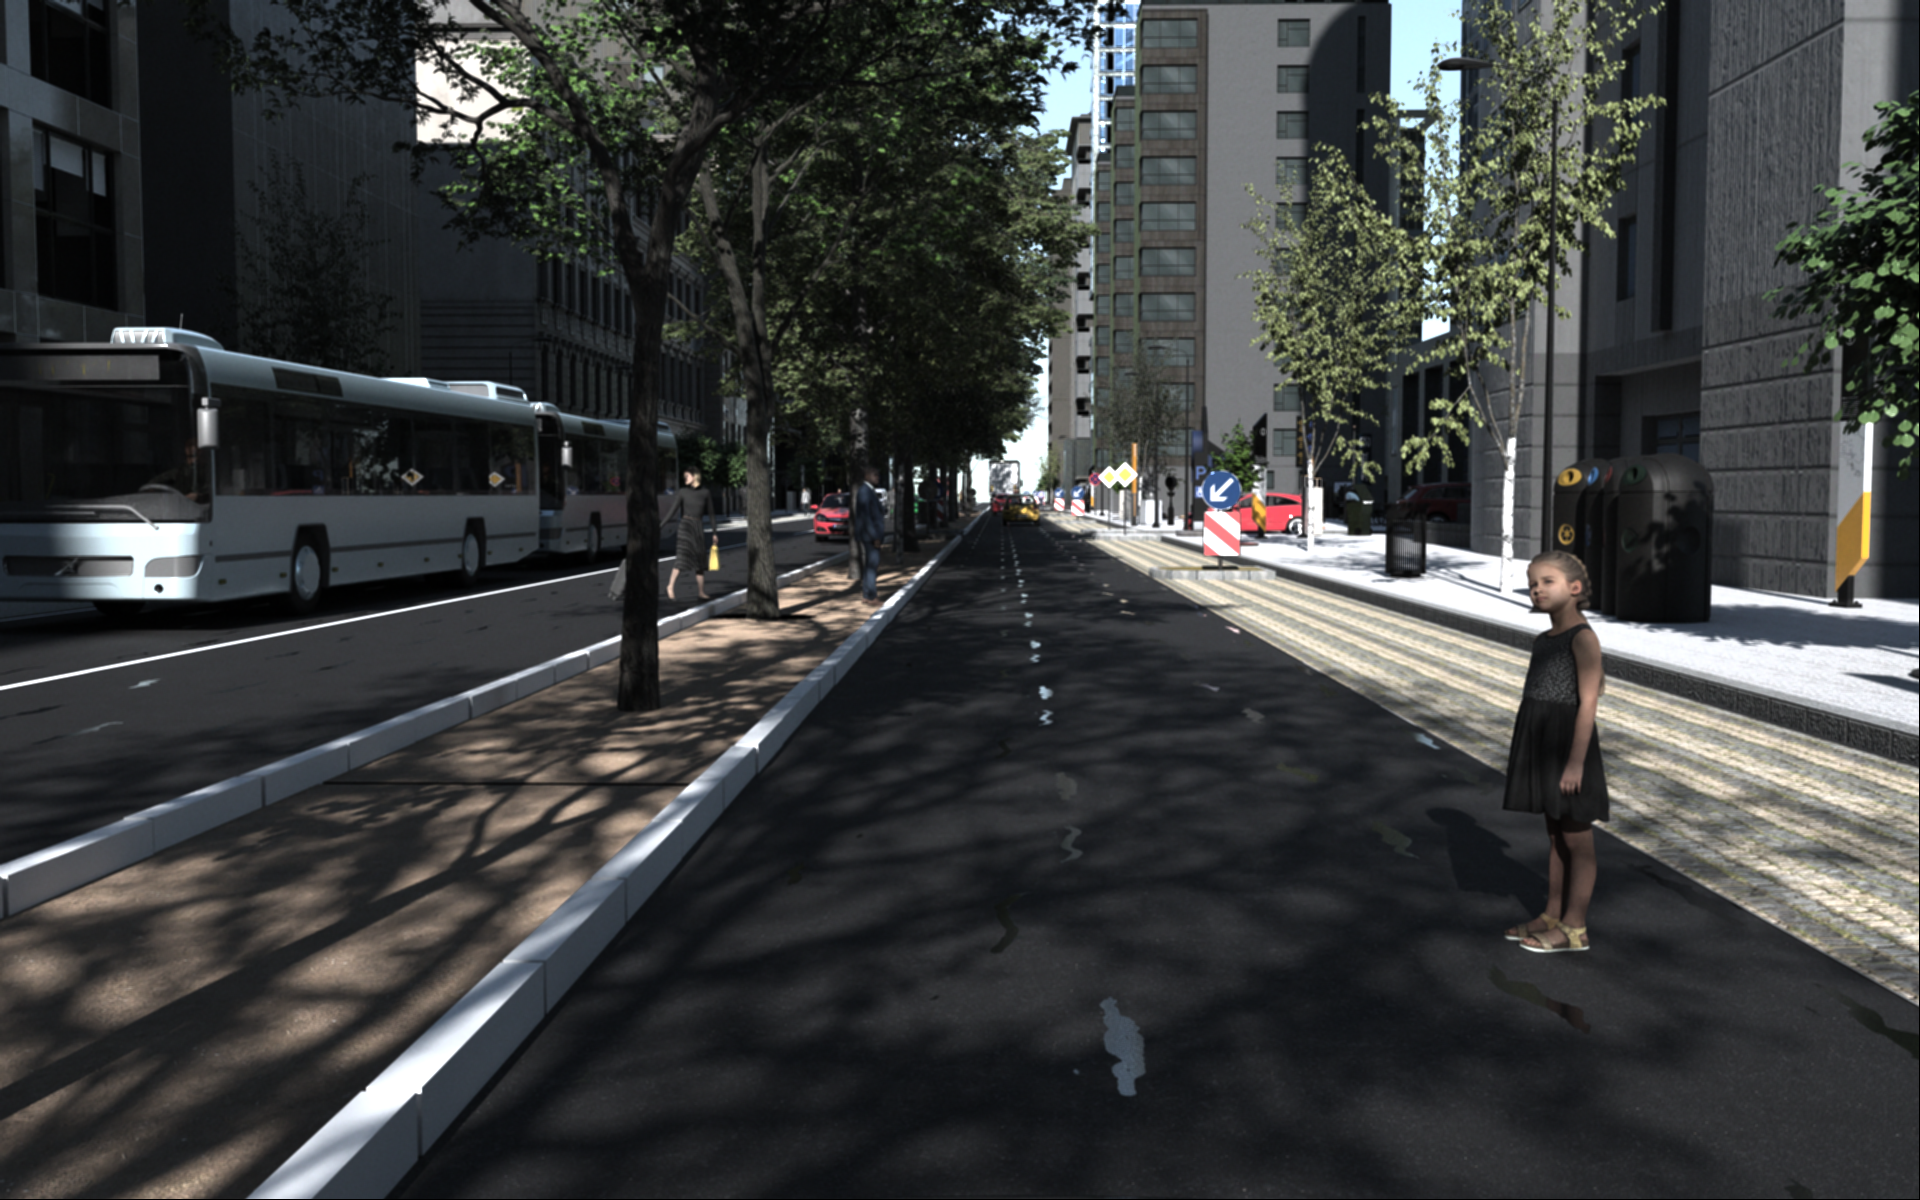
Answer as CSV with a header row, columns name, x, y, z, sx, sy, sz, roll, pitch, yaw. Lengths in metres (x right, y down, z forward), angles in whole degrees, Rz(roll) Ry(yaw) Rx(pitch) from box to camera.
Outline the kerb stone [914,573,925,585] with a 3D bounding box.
name,x,y,z,sx,sy,sz,roll,pitch,yaw
kerb stone,-0.670,-0.282,26.813,0.120,0.150,1.000,0,4,1

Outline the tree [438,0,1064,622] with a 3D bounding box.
name,x,y,z,sx,sy,sz,roll,pitch,yaw
tree,-2.364,-5.590,19.613,9.928,11.665,9.643,0,3,0

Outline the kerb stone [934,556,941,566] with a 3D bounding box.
name,x,y,z,sx,sy,sz,roll,pitch,yaw
kerb stone,-0.492,-0.720,33.995,0.120,0.150,1.000,0,4,1

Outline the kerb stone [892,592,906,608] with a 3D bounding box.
name,x,y,z,sx,sy,sz,roll,pitch,yaw
kerb stone,-0.793,0.032,21.684,0.120,0.150,1.000,0,4,1

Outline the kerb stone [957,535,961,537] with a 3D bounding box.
name,x,y,z,sx,sy,sz,roll,pitch,yaw
kerb stone,-0.100,-1.724,50.385,0.120,0.150,1.000,0,4,1

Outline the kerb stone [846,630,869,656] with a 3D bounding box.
name,x,y,z,sx,sy,sz,roll,pitch,yaw
kerb stone,-0.937,0.408,15.530,0.120,0.150,1.000,0,4,1

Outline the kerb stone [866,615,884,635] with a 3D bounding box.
name,x,y,z,sx,sy,sz,roll,pitch,yaw
kerb stone,-0.889,0.289,17.581,0.120,0.150,1.000,0,4,1

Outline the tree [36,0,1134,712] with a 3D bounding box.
name,x,y,z,sx,sy,sz,roll,pitch,yaw
tree,-2.156,-4.521,10.789,8.767,10.594,7.601,0,4,1

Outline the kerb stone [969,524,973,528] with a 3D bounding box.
name,x,y,z,sx,sy,sz,roll,pitch,yaw
kerb stone,0.335,-2.818,68.321,0.120,0.150,1.000,0,4,1

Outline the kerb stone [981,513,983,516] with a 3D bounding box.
name,x,y,z,sx,sy,sz,roll,pitch,yaw
kerb stone,1.154,-4.890,102.148,0.120,0.150,1.000,0,4,1

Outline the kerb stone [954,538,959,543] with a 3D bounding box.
name,x,y,z,sx,sy,sz,roll,pitch,yaw
kerb stone,-0.173,-1.536,47.318,0.120,0.150,1.000,0,4,1

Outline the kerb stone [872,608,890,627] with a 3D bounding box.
name,x,y,z,sx,sy,sz,roll,pitch,yaw
kerb stone,-0.870,0.219,18.618,0.120,0.150,1.000,0,4,1

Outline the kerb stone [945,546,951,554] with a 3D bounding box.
name,x,y,z,sx,sy,sz,roll,pitch,yaw
kerb stone,-0.350,-1.097,40.135,0.120,0.150,1.000,0,4,1

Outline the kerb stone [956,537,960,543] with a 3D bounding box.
name,x,y,z,sx,sy,sz,roll,pitch,yaw
kerb stone,-0.143,-1.599,48.340,0.120,0.150,1.000,0,4,1

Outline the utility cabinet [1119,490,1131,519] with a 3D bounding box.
name,x,y,z,sx,sy,sz,roll,pitch,yaw
utility cabinet,8.372,-4.804,87.232,0.318,1.500,1.173,2,4,28

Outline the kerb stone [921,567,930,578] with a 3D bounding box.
name,x,y,z,sx,sy,sz,roll,pitch,yaw
kerb stone,-0.616,-0.404,28.857,0.120,0.150,1.000,0,4,1

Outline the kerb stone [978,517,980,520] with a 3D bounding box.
name,x,y,z,sx,sy,sz,roll,pitch,yaw
kerb stone,0.806,-4.010,87.806,0.120,0.150,1.000,0,4,1

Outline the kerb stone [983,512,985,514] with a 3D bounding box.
name,x,y,z,sx,sy,sz,roll,pitch,yaw
kerb stone,1.328,-5.326,109.316,0.120,0.150,1.000,0,4,1

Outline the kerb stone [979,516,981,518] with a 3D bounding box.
name,x,y,z,sx,sy,sz,roll,pitch,yaw
kerb stone,0.887,-4.199,90.881,0.120,0.150,1.000,0,4,1

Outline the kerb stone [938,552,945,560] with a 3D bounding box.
name,x,y,z,sx,sy,sz,roll,pitch,yaw
kerb stone,-0.446,-0.847,36.047,0.120,0.150,1.000,0,4,1

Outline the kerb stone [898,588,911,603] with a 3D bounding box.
name,x,y,z,sx,sy,sz,roll,pitch,yaw
kerb stone,-0.769,-0.026,22.706,0.120,0.150,1.000,0,4,1

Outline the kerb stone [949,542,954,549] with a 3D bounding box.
name,x,y,z,sx,sy,sz,roll,pitch,yaw
kerb stone,-0.277,-1.284,43.219,0.120,0.150,1.000,0,4,1

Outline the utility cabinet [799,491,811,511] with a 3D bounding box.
name,x,y,z,sx,sy,sz,roll,pitch,yaw
utility cabinet,-11.320,-7.191,126.257,0.318,1.500,1.173,2,4,25

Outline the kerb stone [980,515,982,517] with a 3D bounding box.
name,x,y,z,sx,sy,sz,roll,pitch,yaw
kerb stone,1.005,-4.513,96.011,0.120,0.150,1.000,0,4,1

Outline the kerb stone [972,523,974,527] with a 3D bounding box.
name,x,y,z,sx,sy,sz,roll,pitch,yaw
kerb stone,0.387,-2.946,70.380,0.120,0.150,1.000,0,4,1

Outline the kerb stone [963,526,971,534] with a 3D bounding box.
name,x,y,z,sx,sy,sz,roll,pitch,yaw
kerb stone,0.255,-2.627,65.253,0.120,0.150,1.000,0,4,1

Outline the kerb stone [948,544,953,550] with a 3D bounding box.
name,x,y,z,sx,sy,sz,roll,pitch,yaw
kerb stone,-0.296,-1.220,42.187,0.120,0.150,1.000,0,4,1

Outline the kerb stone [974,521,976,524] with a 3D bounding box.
name,x,y,z,sx,sy,sz,roll,pitch,yaw
kerb stone,0.508,-3.261,75.506,0.120,0.150,1.000,0,4,1

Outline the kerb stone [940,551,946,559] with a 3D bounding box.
name,x,y,z,sx,sy,sz,roll,pitch,yaw
kerb stone,-0.427,-0.907,37.069,0.120,0.150,1.000,0,4,1

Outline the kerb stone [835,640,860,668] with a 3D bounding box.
name,x,y,z,sx,sy,sz,roll,pitch,yaw
kerb stone,-0.959,0.471,14.501,0.120,0.150,1.000,0,4,1

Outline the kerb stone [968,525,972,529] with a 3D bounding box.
name,x,y,z,sx,sy,sz,roll,pitch,yaw
kerb stone,0.284,-2.696,66.274,0.120,0.150,1.000,0,4,1

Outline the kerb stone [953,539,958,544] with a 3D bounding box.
name,x,y,z,sx,sy,sz,roll,pitch,yaw
kerb stone,-0.199,-1.474,46.296,0.120,0.150,1.000,0,4,1

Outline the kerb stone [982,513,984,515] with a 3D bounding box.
name,x,y,z,sx,sy,sz,roll,pitch,yaw
kerb stone,1.207,-5.015,104.194,0.120,0.150,1.000,0,4,1

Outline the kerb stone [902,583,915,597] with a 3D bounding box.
name,x,y,z,sx,sy,sz,roll,pitch,yaw
kerb stone,-0.739,-0.093,23.730,0.120,0.150,1.000,0,4,1

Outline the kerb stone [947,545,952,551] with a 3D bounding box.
name,x,y,z,sx,sy,sz,roll,pitch,yaw
kerb stone,-0.317,-1.160,41.165,0.120,0.150,1.000,0,4,1

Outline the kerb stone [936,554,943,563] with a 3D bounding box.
name,x,y,z,sx,sy,sz,roll,pitch,yaw
kerb stone,-0.463,-0.784,35.021,0.120,0.150,1.000,0,4,1

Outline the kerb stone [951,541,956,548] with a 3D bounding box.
name,x,y,z,sx,sy,sz,roll,pitch,yaw
kerb stone,-0.246,-1.349,44.245,0.120,0.150,1.000,0,4,1

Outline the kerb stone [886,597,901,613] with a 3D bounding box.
name,x,y,z,sx,sy,sz,roll,pitch,yaw
kerb stone,-0.820,0.094,20.662,0.120,0.150,1.000,0,4,1

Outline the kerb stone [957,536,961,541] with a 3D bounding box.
name,x,y,z,sx,sy,sz,roll,pitch,yaw
kerb stone,-0.128,-1.662,49.362,0.120,0.150,1.000,0,4,1

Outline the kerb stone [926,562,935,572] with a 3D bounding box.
name,x,y,z,sx,sy,sz,roll,pitch,yaw
kerb stone,-0.565,-0.533,30.913,0.120,0.150,1.000,0,4,1

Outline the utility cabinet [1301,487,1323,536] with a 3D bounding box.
name,x,y,z,sx,sy,sz,roll,pitch,yaw
utility cabinet,10.853,-2.730,53.312,0.318,1.500,1.173,0,4,-7

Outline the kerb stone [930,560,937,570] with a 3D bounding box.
name,x,y,z,sx,sy,sz,roll,pitch,yaw
kerb stone,-0.550,-0.593,31.935,0.120,0.150,1.000,0,4,1

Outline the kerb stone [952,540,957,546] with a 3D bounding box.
name,x,y,z,sx,sy,sz,roll,pitch,yaw
kerb stone,-0.222,-1.411,45.267,0.120,0.150,1.000,0,4,1

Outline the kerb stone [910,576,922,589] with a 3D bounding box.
name,x,y,z,sx,sy,sz,roll,pitch,yaw
kerb stone,-0.692,-0.219,25.783,0.120,0.150,1.000,0,4,1

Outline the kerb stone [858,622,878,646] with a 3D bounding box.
name,x,y,z,sx,sy,sz,roll,pitch,yaw
kerb stone,-0.905,0.345,16.556,0.120,0.150,1.000,0,4,1

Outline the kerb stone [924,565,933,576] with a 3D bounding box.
name,x,y,z,sx,sy,sz,roll,pitch,yaw
kerb stone,-0.589,-0.470,29.885,0.120,0.150,1.000,0,4,1

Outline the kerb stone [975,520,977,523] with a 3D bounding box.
name,x,y,z,sx,sy,sz,roll,pitch,yaw
kerb stone,0.582,-3.448,78.576,0.120,0.150,1.000,0,4,1

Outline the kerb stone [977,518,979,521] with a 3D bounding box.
name,x,y,z,sx,sy,sz,roll,pitch,yaw
kerb stone,0.727,-3.822,84.714,0.120,0.150,1.000,0,4,1

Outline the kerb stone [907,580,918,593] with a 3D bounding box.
name,x,y,z,sx,sy,sz,roll,pitch,yaw
kerb stone,-0.714,-0.154,24.757,0.120,0.150,1.000,0,4,1

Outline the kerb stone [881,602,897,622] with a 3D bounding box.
name,x,y,z,sx,sy,sz,roll,pitch,yaw
kerb stone,-0.835,0.160,19.640,0.120,0.150,1.000,0,4,1

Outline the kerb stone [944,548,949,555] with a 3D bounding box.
name,x,y,z,sx,sy,sz,roll,pitch,yaw
kerb stone,-0.375,-1.032,39.113,0.120,0.150,1.000,0,4,1

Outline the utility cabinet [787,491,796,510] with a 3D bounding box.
name,x,y,z,sx,sy,sz,roll,pitch,yaw
utility cabinet,-13.144,-7.751,135.401,0.318,1.500,1.173,-2,4,-28

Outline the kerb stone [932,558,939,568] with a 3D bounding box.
name,x,y,z,sx,sy,sz,roll,pitch,yaw
kerb stone,-0.518,-0.659,32.965,0.120,0.150,1.000,0,4,1

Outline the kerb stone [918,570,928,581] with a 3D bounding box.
name,x,y,z,sx,sy,sz,roll,pitch,yaw
kerb stone,-0.638,-0.341,27.835,0.120,0.150,1.000,0,4,1

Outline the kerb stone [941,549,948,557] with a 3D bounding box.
name,x,y,z,sx,sy,sz,roll,pitch,yaw
kerb stone,-0.388,-0.967,38.091,0.120,0.150,1.000,0,4,1
